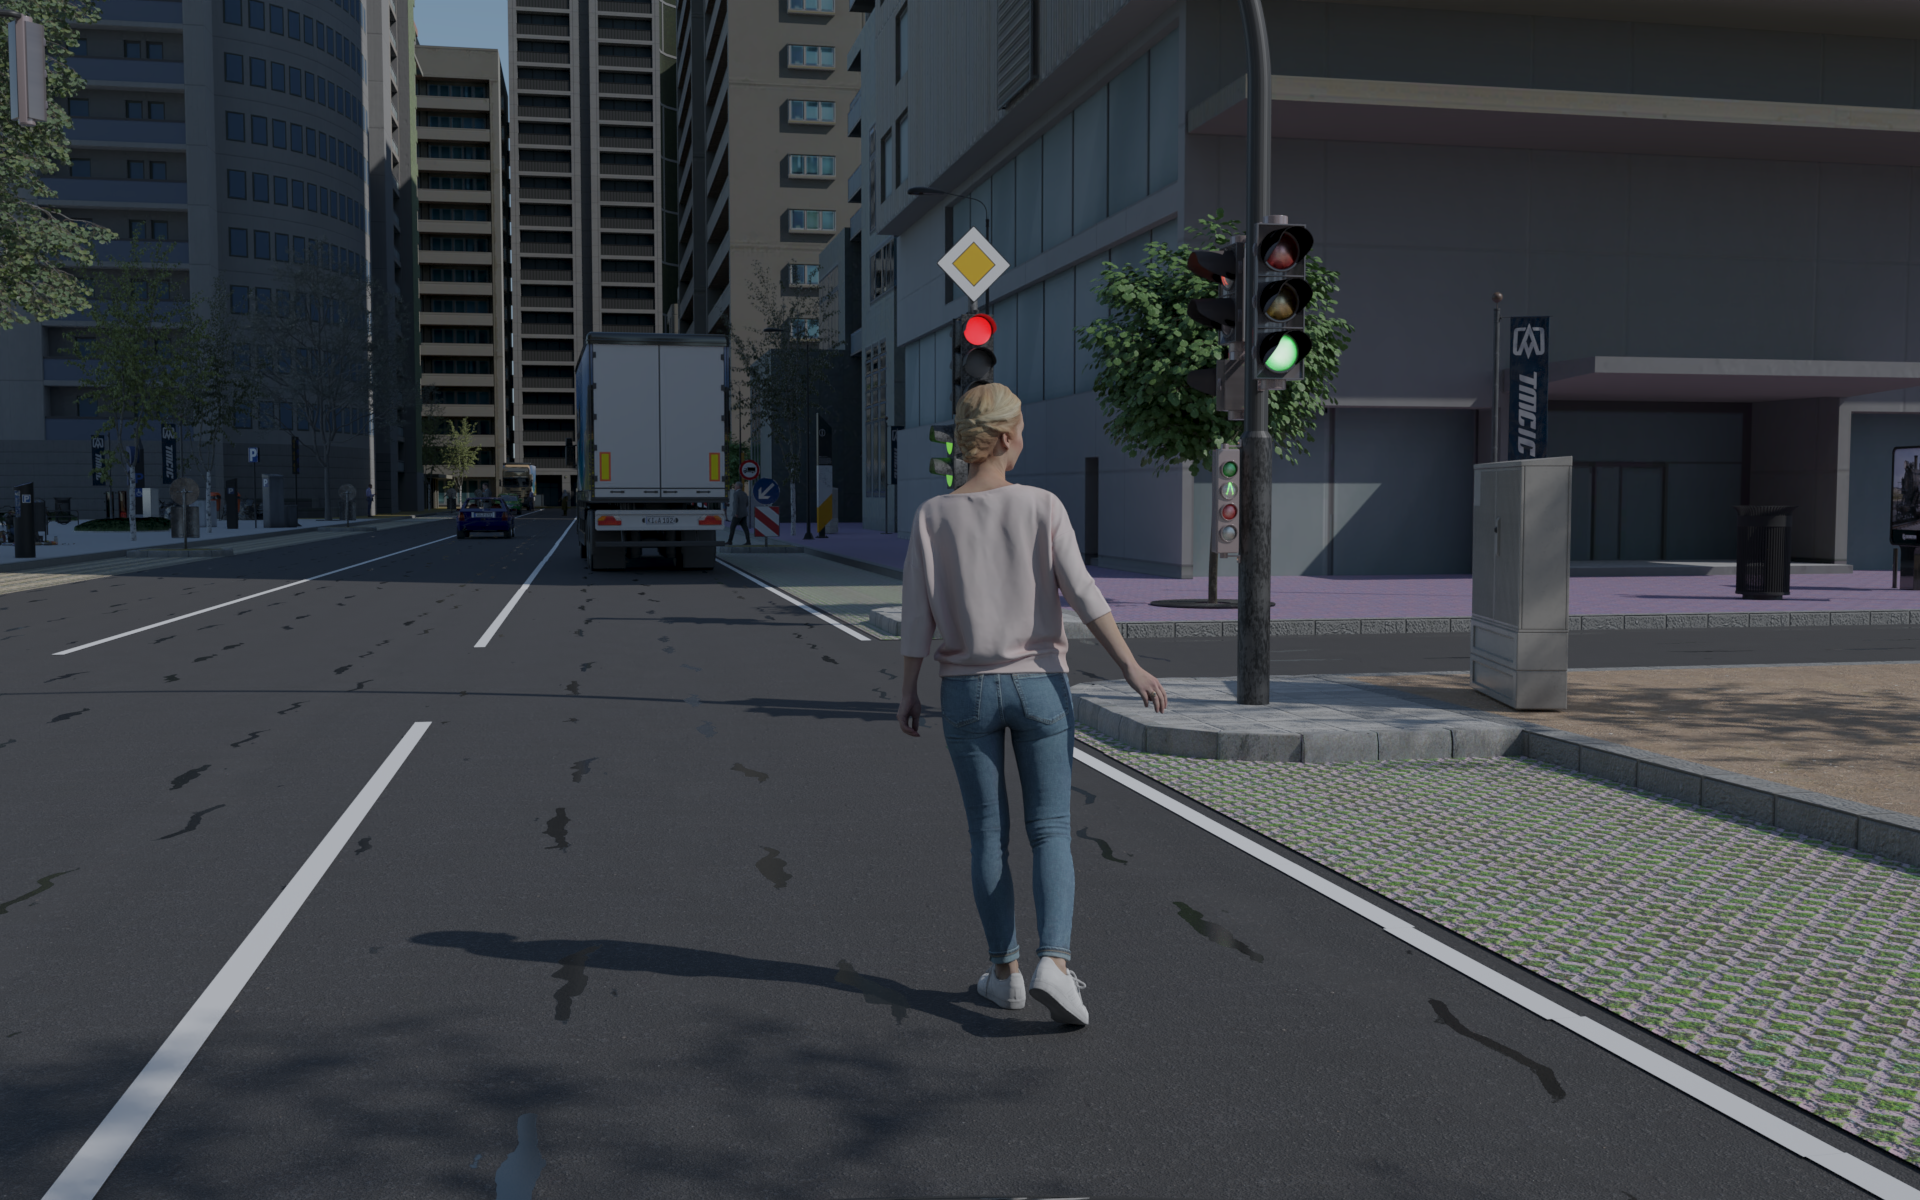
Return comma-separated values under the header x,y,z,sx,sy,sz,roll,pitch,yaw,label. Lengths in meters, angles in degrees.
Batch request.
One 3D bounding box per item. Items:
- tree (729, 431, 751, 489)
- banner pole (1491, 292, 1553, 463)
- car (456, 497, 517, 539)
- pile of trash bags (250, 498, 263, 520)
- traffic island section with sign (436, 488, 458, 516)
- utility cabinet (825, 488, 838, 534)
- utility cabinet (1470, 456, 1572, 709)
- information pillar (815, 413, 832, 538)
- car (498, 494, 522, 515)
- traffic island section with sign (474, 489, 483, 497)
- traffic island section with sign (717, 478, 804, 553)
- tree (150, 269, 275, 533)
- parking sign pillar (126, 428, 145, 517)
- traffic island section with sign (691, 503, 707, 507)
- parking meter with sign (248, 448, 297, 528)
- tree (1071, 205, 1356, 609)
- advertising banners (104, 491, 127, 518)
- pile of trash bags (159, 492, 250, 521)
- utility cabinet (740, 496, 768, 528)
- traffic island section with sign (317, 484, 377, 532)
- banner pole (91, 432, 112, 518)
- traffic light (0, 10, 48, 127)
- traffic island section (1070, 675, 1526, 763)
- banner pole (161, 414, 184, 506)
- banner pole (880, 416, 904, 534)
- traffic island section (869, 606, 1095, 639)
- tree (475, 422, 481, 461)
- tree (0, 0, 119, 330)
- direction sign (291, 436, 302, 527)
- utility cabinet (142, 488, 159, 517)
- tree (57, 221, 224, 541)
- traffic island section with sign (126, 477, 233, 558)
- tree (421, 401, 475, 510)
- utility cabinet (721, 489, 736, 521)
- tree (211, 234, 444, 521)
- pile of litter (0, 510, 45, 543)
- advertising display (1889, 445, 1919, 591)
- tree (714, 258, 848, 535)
x,y,z,sx,sy,sz,roll,pitch,yaw,label
-11.986,-6.494,89.892,4.285,4.588,4.351,0,3,0,tree
6.887,-1.928,21.539,0.863,3.779,0.401,1,4,14,banner pole
-15.526,-2.701,56.749,1.945,1.354,3.894,-1,4,-12,car
-35.405,-4.593,84.841,1.912,1.369,3.447,1,4,21,pile of trash bags
-33.886,-6.543,115.613,1.989,1.847,2.006,-1,4,-12,traffic island section with sign
-4.192,-2.886,55.873,0.318,1.500,1.173,1,4,8,utility cabinet
3.434,-0.123,10.696,0.318,1.500,1.173,0,4,4,utility cabinet
-3.950,-3.607,50.330,0.504,3.616,0.183,-2,4,-35,information pillar
-31.406,-6.821,120.322,1.959,1.807,4.718,-1,4,-13,car
-39.520,-8.180,142.365,1.989,1.847,2.006,-1,4,-12,traffic island section with sign
-4.934,-2.073,42.518,1.989,1.847,2.006,-1,4,-12,traffic island section with sign
-24.908,-6.542,57.321,4.360,8.622,3.978,0,3,0,tree
-33.362,-4.994,70.131,1.447,3.967,1.447,-2,4,-35,parking sign pillar
-10.589,-3.711,69.296,1.989,1.847,2.006,-1,4,-12,traffic island section with sign
-26.033,-4.248,65.714,0.543,3.016,1.738,2,4,32,parking meter with sign
2.857,-2.208,19.819,4.285,4.588,4.351,0,3,0,tree
-41.089,-5.425,84.890,0.090,3.025,2.074,1,4,22,advertising banners
-32.520,-3.932,74.034,3.447,1.369,1.912,-3,4,-37,pile of trash bags
-7.856,-3.360,66.090,1.020,1.237,0.306,-1,4,-17,utility cabinet
-23.510,-3.540,66.512,1.989,1.847,2.006,-1,4,-12,traffic island section with sign
-31.936,-4.561,64.586,0.863,3.779,0.401,-3,5,-44,banner pole
-11.025,-2.528,16.002,4.771,5.953,1.251,-1,4,-12,traffic light
1.806,0.712,10.635,2.009,0.180,2.903,-1,4,-12,traffic island section
-24.519,-3.919,54.089,0.401,3.779,0.863,3,5,40,banner pole
-2.160,-4.026,55.838,0.863,3.779,0.401,-2,4,-24,banner pole
0.156,0.234,18.448,2.009,0.180,2.903,-1,4,-12,traffic island section
-47.476,-13.089,164.374,4.737,8.622,4.395,0,3,0,tree
-17.646,-7.298,25.982,9.857,13.997,8.962,0,3,0,tree
-26.179,-4.666,68.288,0.379,3.537,0.876,0,4,-5,direction sign
-30.892,-3.516,66.161,0.318,1.500,1.173,-3,4,-38,utility cabinet
-22.696,-5.947,47.594,4.737,8.622,4.395,0,3,0,tree
-17.871,-1.907,39.805,1.989,1.847,2.006,-1,4,-12,traffic island section with sign
-41.526,-11.334,135.679,4.737,8.622,4.395,0,3,0,tree
-10.939,-4.515,82.494,0.318,1.500,1.173,-3,5,-40,utility cabinet
-30.381,-10.535,82.620,12.009,13.543,11.850,0,3,0,tree
-25.000,-1.937,45.632,1.719,0.858,1.176,-1,4,-23,pile of litter
12.715,-1.095,23.115,0.123,1.923,0.974,0,4,2,advertising display
-5.376,-6.297,53.321,4.360,8.622,3.978,0,3,0,tree
